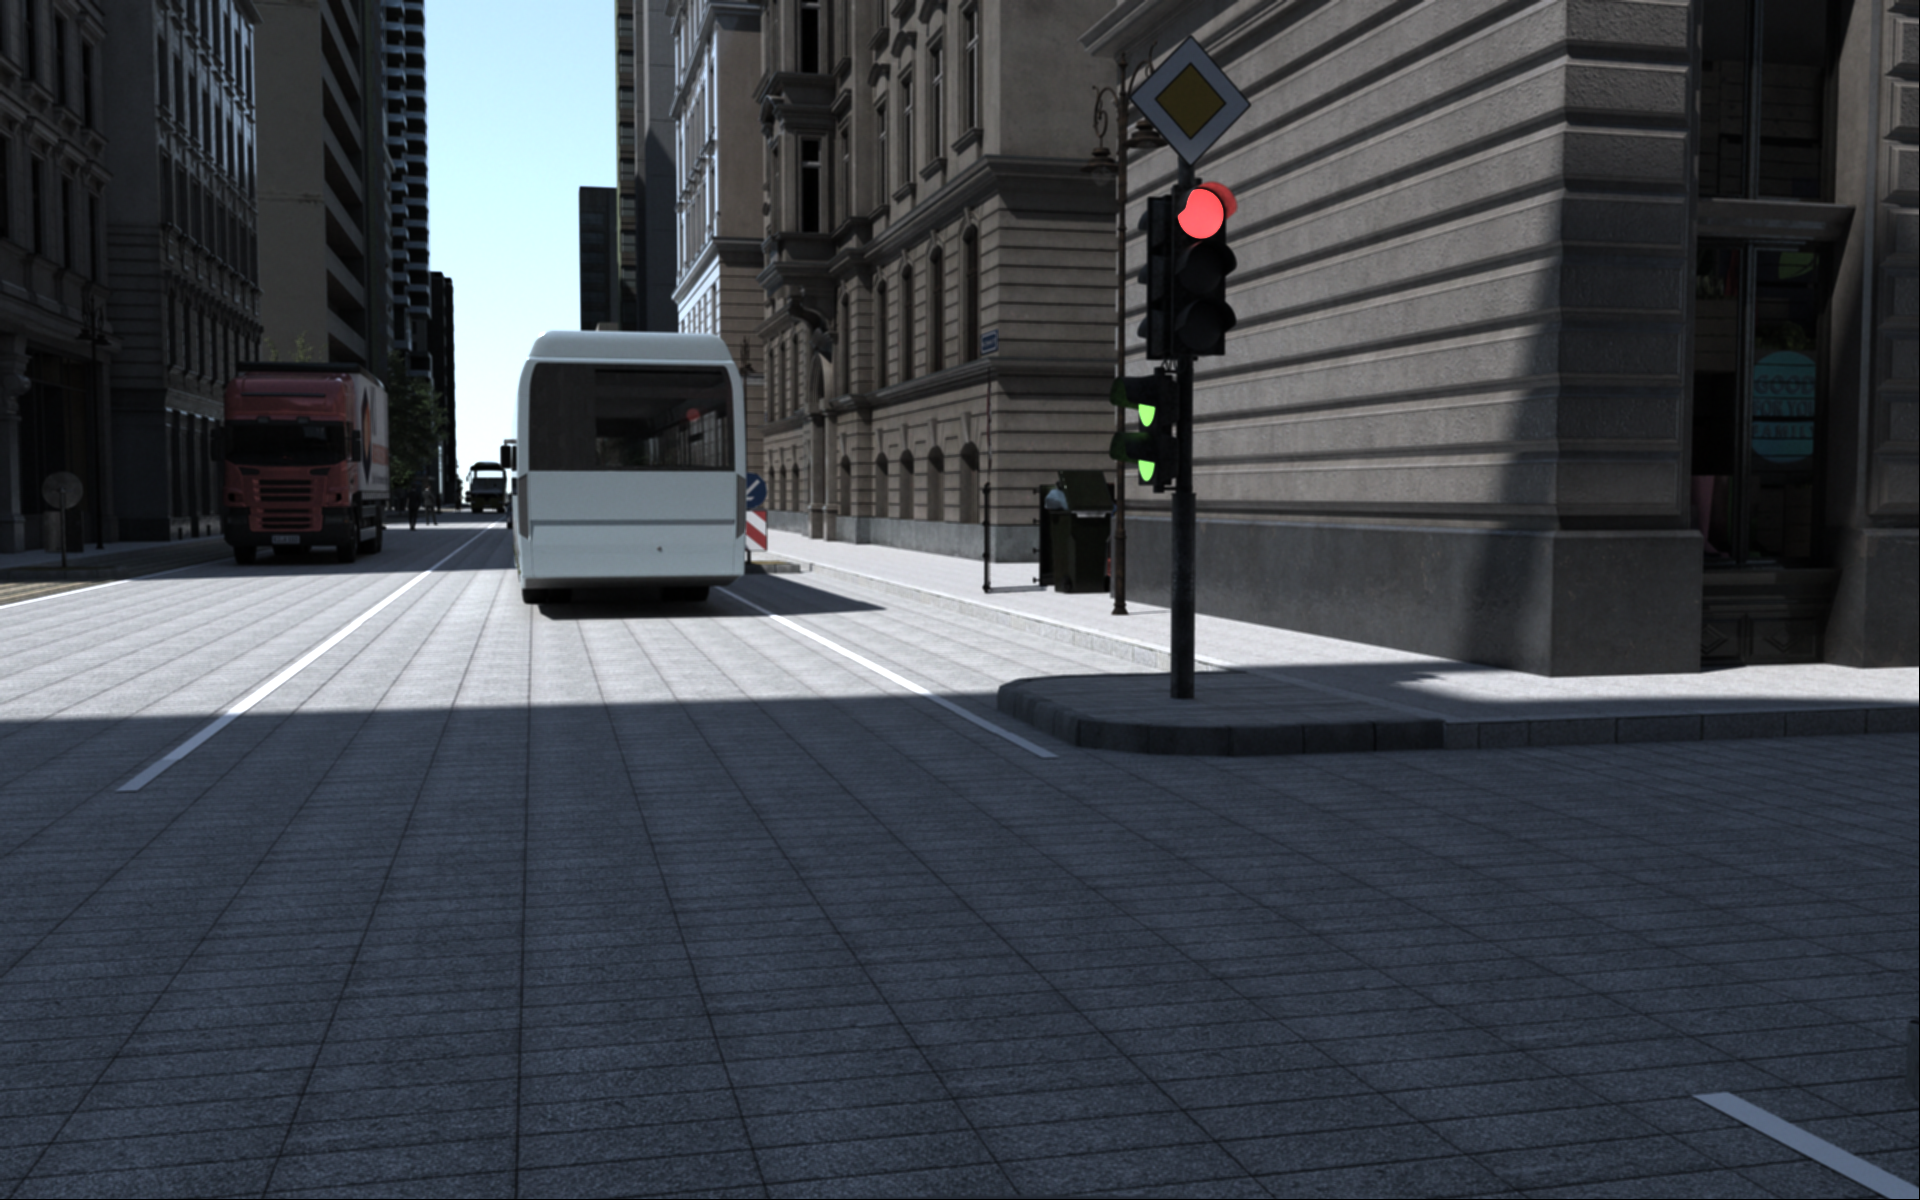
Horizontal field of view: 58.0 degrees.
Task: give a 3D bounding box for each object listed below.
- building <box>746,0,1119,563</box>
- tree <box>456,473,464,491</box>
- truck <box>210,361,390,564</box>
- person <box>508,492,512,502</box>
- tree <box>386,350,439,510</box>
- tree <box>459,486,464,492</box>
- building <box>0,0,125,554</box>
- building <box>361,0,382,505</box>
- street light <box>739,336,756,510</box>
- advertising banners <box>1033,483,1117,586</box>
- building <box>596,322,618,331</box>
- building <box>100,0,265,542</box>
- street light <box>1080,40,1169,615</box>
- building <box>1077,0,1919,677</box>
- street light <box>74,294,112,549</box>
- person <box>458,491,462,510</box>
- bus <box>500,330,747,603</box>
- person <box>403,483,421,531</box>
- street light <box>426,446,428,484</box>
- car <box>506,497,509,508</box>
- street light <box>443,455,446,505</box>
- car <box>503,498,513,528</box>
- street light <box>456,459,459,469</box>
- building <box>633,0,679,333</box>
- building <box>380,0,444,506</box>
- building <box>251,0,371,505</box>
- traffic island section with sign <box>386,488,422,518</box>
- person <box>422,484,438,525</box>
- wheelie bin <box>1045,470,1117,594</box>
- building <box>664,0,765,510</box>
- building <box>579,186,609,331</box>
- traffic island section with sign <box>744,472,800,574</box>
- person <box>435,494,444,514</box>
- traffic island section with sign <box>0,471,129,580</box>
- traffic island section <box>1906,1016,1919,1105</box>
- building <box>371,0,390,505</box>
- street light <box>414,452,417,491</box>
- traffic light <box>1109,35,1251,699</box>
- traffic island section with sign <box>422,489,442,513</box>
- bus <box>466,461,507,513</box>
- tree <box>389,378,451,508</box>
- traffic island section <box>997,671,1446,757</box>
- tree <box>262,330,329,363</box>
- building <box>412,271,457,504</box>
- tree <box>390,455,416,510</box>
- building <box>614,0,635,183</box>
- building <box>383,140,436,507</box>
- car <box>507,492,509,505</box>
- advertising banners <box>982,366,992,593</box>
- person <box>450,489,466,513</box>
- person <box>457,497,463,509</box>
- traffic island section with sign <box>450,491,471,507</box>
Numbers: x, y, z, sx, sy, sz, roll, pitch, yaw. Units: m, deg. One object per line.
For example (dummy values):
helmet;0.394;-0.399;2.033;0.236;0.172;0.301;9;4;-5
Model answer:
building;1.644;-14.061;48.978;14.460;24.649;34.723;-1;4;-14
tree;-68.242;-15.200;232.233;4.285;4.588;4.351;0;3;0
truck;-14.581;-3.068;39.078;2.839;4.237;11.283;-1;4;-14
person;-57.399;-12.952;221.185;0.541;1.710;0.530;0;4;-7
tree;-44.692;-13.284;135.321;7.486;12.596;7.792;0;3;0
tree;-68.561;-14.774;236.155;1.663;3.219;1.824;0;3;0
building;-21.945;-10.655;25.124;10.553;20.767;40.483;-1;4;-14
building;-43.790;-25.844;106.145;14.154;41.232;14.086;-1;4;-14
street light;-6.285;-4.770;50.776;0.468;5.910;1.993;-1;4;-14
advertising banners;1.990;-1.732;24.507;2.074;3.025;0.090;-1;4;-23
building;-26.315;-21.204;191.731;27.650;21.520;28.899;-1;4;-14
building;-28.058;-12.517;53.810;9.793;20.994;18.267;-1;4;-14
street light;1.704;-2.782;18.269;0.468;5.910;1.993;-1;4;-14
building;11.964;-11.581;18.224;19.941;23.489;11.050;-1;4;-14
street light;-20.062;-4.124;40.221;0.468;5.910;1.993;-1;4;-14
person;-44.070;-8.776;152.779;0.721;1.735;1.217;-2;4;-25
bus;-5.391;-1.907;26.037;2.948;3.499;13.247;-1;4;-15
person;-21.542;-3.665;68.196;0.659;1.850;0.755;-1;4;-9
street light;-50.316;-11.665;163.511;0.468;5.910;1.993;-1;4;-14
car;-49.370;-10.786;185.394;2.155;1.783;4.494;-1;4;-12
street light;-58.330;-13.651;195.982;0.468;5.910;1.993;-1;4;-14
car;-18.398;-3.773;73.684;2.014;1.417;4.499;-1;4;-15
street light;-66.345;-15.663;228.884;0.468;5.910;1.993;-1;4;-14
building;-10.370;-34.842;111.667;21.231;58.520;28.212;-1;4;-14
building;-70.407;-54.007;195.685;22.319;86.520;31.000;-1;4;-14
building;-42.554;-28.391;87.889;21.300;48.544;21.600;-1;4;-14
traffic island section with sign;-33.837;-5.881;104.790;1.989;1.847;2.006;-1;4;-14
person;-24.484;-4.410;79.960;0.648;1.900;0.474;0;4;6
wheelie bin;1.540;-0.896;22.559;0.980;1.594;0.693;-1;4;-22
building;-5.423;-17.745;76.028;13.634;28.700;20.117;-1;4;-14
building;-44.015;-33.636;233.546;14.154;41.232;14.086;-1;4;-14
traffic island section with sign;-4.088;-1.429;31.984;1.989;1.847;2.006;-1;4;-14
person;-36.631;-6.728;121.758;0.557;1.426;1.065;1;4;14
traffic island section with sign;-15.430;-1.285;29.645;1.989;1.847;2.006;-1;4;-14
traffic island section;3.323;1.169;3.160;2.009;0.180;2.903;-1;4;-14
building;-47.592;-28.716;119.625;14.600;45.320;14.200;-1;4;-14
street light;-46.299;-10.661;147.096;0.468;5.910;1.993;-1;4;-14
traffic light;1.382;-1.338;10.792;0.839;4.253;0.868;-1;4;-14
traffic island section with sign;-40.314;-7.498;131.224;1.989;1.847;2.006;-1;4;-14
bus;-36.464;-8.714;134.015;2.896;3.916;12.252;-1;4;-14
tree;-49.159;-14.005;154.729;9.928;11.665;9.643;0;3;0
traffic island section;1.423;0.695;10.916;2.009;0.180;2.903;-1;4;-14
tree;-30.179;-7.819;78.195;4.737;8.622;4.395;0;3;0
building;-71.889;-27.453;220.562;14.160;30.474;14.107;-1;4;-14
tree;-46.226;-9.693;142.186;4.285;4.588;4.351;0;3;0
building;-19.021;-27.414;131.814;14.154;41.232;14.086;-1;4;-14
building;-68.736;-29.197;169.252;32.217;40.220;23.993;-1;4;-14
car;-59.556;-13.223;224.871;2.281;1.827;5.304;-1;4;-12
advertising banners;0.377;-1.655;23.249;0.090;3.025;2.074;0;4;3
person;-38.929;-7.693;134.276;1.348;1.824;0.705;1;4;13
person;-46.604;-9.288;161.078;1.217;1.735;0.721;3;5;43
traffic island section with sign;-53.533;-10.799;185.195;1.989;1.847;2.006;-1;4;-14
